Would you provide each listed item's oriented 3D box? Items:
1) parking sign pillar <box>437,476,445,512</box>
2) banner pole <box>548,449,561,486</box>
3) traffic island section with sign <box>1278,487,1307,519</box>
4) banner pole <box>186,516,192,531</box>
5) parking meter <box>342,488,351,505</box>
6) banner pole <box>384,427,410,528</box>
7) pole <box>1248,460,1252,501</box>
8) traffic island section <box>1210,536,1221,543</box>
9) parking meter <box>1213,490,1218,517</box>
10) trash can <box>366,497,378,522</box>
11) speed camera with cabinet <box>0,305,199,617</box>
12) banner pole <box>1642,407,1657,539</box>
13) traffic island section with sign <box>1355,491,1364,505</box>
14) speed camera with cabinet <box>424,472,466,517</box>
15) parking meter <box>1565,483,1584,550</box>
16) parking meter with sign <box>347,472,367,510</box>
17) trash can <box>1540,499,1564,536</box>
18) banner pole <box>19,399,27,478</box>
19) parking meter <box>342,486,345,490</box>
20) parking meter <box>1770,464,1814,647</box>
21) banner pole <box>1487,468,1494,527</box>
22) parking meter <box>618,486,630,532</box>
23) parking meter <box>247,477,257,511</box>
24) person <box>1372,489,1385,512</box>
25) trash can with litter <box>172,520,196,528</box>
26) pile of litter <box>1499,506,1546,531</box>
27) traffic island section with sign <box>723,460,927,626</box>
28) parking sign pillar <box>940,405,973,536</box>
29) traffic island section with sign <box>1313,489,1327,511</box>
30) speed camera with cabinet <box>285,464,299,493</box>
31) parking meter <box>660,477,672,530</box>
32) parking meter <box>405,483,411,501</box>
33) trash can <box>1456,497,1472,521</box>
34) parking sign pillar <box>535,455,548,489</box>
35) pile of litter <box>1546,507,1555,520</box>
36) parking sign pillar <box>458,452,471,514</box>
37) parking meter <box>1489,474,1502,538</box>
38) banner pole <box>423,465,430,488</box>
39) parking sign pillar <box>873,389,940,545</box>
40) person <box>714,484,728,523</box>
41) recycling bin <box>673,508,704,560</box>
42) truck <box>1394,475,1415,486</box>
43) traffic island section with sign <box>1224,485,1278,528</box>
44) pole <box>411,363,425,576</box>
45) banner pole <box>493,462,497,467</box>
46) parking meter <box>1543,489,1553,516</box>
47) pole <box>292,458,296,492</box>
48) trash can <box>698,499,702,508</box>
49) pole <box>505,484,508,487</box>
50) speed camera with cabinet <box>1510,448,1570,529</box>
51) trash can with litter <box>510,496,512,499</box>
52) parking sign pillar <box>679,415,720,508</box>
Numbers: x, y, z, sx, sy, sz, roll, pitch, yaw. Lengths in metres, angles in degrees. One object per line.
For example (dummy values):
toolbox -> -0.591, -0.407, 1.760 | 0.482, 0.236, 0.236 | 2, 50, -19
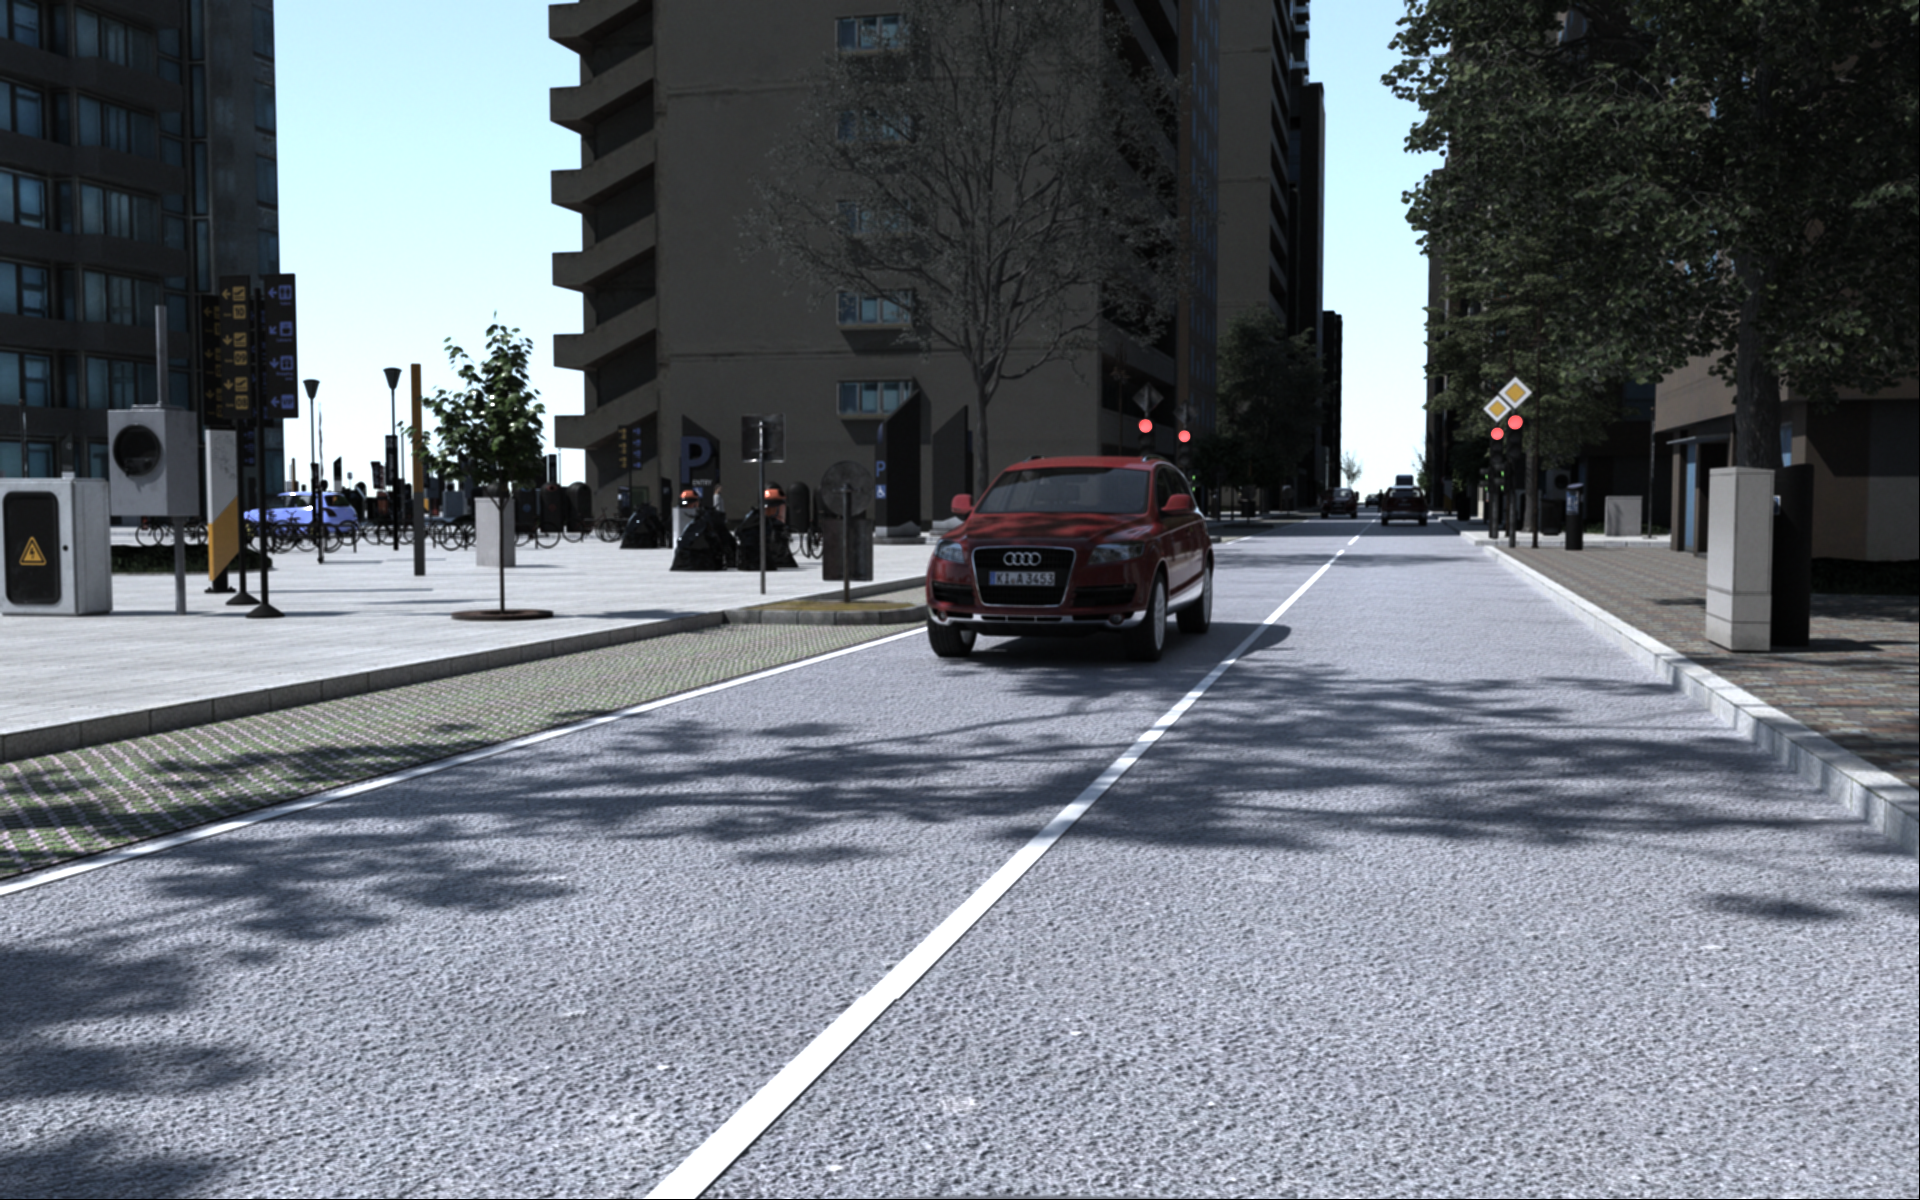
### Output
parking sign pillar -> -37.144, -8.286, 123.952 | 1.447, 3.967, 1.447 | -1, 4, -20
banner pole -> -22.257, -6.444, 95.383 | 0.863, 3.779, 0.401 | -2, 4, -26
traffic island section with sign -> 18.973, -5.569, 99.689 | 1.989, 1.847, 2.006 | 1, 4, 14
banner pole -> -26.732, -4.280, 59.995 | 0.401, 3.779, 0.863 | -1, 4, -11
parking meter -> -27.478, -4.228, 77.542 | 0.372, 1.533, 0.369 | 0, 3, 0
banner pole -> -21.038, -4.567, 64.694 | 0.863, 3.779, 0.401 | -2, 4, -31
pole -> 17.263, -6.684, 103.134 | 0.158, 3.312, 0.155 | 0, 3, 0
traffic island section -> 6.650, -1.781, 51.392 | 2.009, 0.180, 2.903 | 1, 4, 14
parking meter -> 13.664, -5.119, 92.108 | 0.372, 1.533, 0.369 | 0, 3, 0
trash can -> -27.328, -4.225, 80.732 | 0.748, 1.137, 0.748 | 0, 3, 0
speed camera with cabinet -> -9.103, -1.461, 18.227 | 2.038, 3.252, 0.660 | 1, 4, 11
banner pole -> 19.824, -3.645, 49.608 | 0.401, 3.779, 0.863 | 1, 4, 16
traffic island section with sign -> 58.402, -15.037, 254.489 | 1.989, 1.847, 2.006 | 1, 4, 14
speed camera with cabinet -> -28.484, -6.185, 95.455 | 2.038, 3.252, 0.660 | -3, 4, -37
parking meter -> 14.036, -1.905, 39.553 | 0.372, 1.533, 0.369 | 0, 3, 0
parking meter with sign -> -47.783, -8.659, 137.839 | 1.738, 3.016, 0.543 | 1, 4, 12
trash can -> 18.271, -2.560, 53.517 | 0.748, 1.137, 0.748 | 0, 3, 0
banner pole -> -24.888, -3.430, 46.096 | 0.401, 3.779, 0.863 | -1, 4, -22
parking meter -> -45.988, -7.536, 128.932 | 0.399, 1.863, 0.255 | -3, 4, -36
parking meter -> 7.010, -0.383, 14.679 | 0.372, 1.533, 0.369 | 0, 3, 0
banner pole -> 20.860, -4.754, 67.744 | 0.401, 3.779, 0.863 | 1, 4, 14
parking meter -> -10.861, -2.911, 56.009 | 0.372, 1.533, 0.369 | 0, 3, 0
parking meter -> -24.662, -3.343, 60.364 | 0.255, 1.863, 0.399 | -1, 4, -16
person -> 32.756, -7.726, 134.839 | 1.348, 1.822, 0.705 | 1, 4, 16
trash can with litter -> -29.286, -3.290, 65.180 | 0.624, 1.170, 1.055 | 1, 4, 19
pile of litter -> 19.589, -2.873, 60.944 | 1.176, 0.858, 1.719 | 0, 4, -5
traffic island section with sign -> -1.416, -0.678, 19.715 | 1.989, 1.847, 2.006 | 1, 4, 14
parking sign pillar -> -0.221, -3.955, 53.141 | 1.447, 3.967, 1.447 | 3, 4, 39
traffic island section with sign -> 31.084, -8.477, 147.227 | 1.989, 1.847, 2.006 | 1, 4, 14
speed camera with cabinet -> -43.486, -7.347, 114.451 | 2.038, 3.252, 0.660 | 1, 4, 10
parking meter -> -9.962, -3.243, 58.734 | 0.399, 1.863, 0.255 | -1, 4, -16
parking meter -> -29.061, -5.213, 90.951 | 0.399, 1.863, 0.255 | -2, 4, -25
trash can -> 24.154, -4.366, 83.038 | 0.748, 1.137, 0.748 | 0, 3, 0
parking sign pillar -> -28.925, -7.961, 118.634 | 1.447, 3.967, 1.447 | -3, 5, -43
pile of litter -> 22.004, -3.172, 65.825 | 1.719, 0.858, 1.176 | 1, 4, 10
parking sign pillar -> -29.826, -7.133, 105.103 | 1.447, 3.967, 1.447 | 2, 4, 29
parking meter -> 15.537, -2.731, 50.371 | 0.255, 1.863, 0.399 | 1, 4, 15
banner pole -> -27.403, -6.008, 88.255 | 0.863, 3.779, 0.401 | 0, 4, 1
parking sign pillar -> -1.587, -3.411, 44.239 | 1.447, 3.967, 1.447 | 3, 5, 40
person -> -7.086, -2.532, 50.655 | 0.466, 1.731, 0.760 | 3, 5, 39
recycling bin -> -4.882, -1.180, 31.845 | 0.722, 1.027, 0.722 | -1, 4, -16
truck -> 60.728, -15.109, 236.795 | 2.967, 4.110, 18.799 | 1, 4, 15
traffic island section with sign -> 12.270, -3.963, 73.420 | 1.989, 1.847, 2.006 | 1, 4, 14
pole -> -8.505, -2.039, 27.174 | 0.158, 3.312, 0.155 | 0, 3, 0
banner pole -> -23.848, -5.976, 87.718 | 0.863, 3.779, 0.401 | -2, 4, -27
parking meter -> 23.643, -3.745, 69.634 | 0.372, 1.533, 0.369 | 0, 3, 0
pole -> -37.521, -6.344, 97.565 | 0.158, 3.312, 0.155 | 0, 3, 0
trash can -> -8.649, -2.702, 55.830 | 0.748, 1.137, 0.748 | 0, 3, 0
pole -> -20.374, -5.130, 77.712 | 0.158, 3.312, 0.155 | 0, 3, 0
speed camera with cabinet -> 21.225, -4.222, 63.361 | 2.038, 3.252, 0.660 | 0, 4, -7
trash can with litter -> -29.514, -6.251, 113.259 | 2.233, 1.210, 1.678 | -1, 4, -9
parking sign pillar -> -8.790, -4.282, 58.487 | 1.447, 3.967, 1.447 | 1, 4, 13
